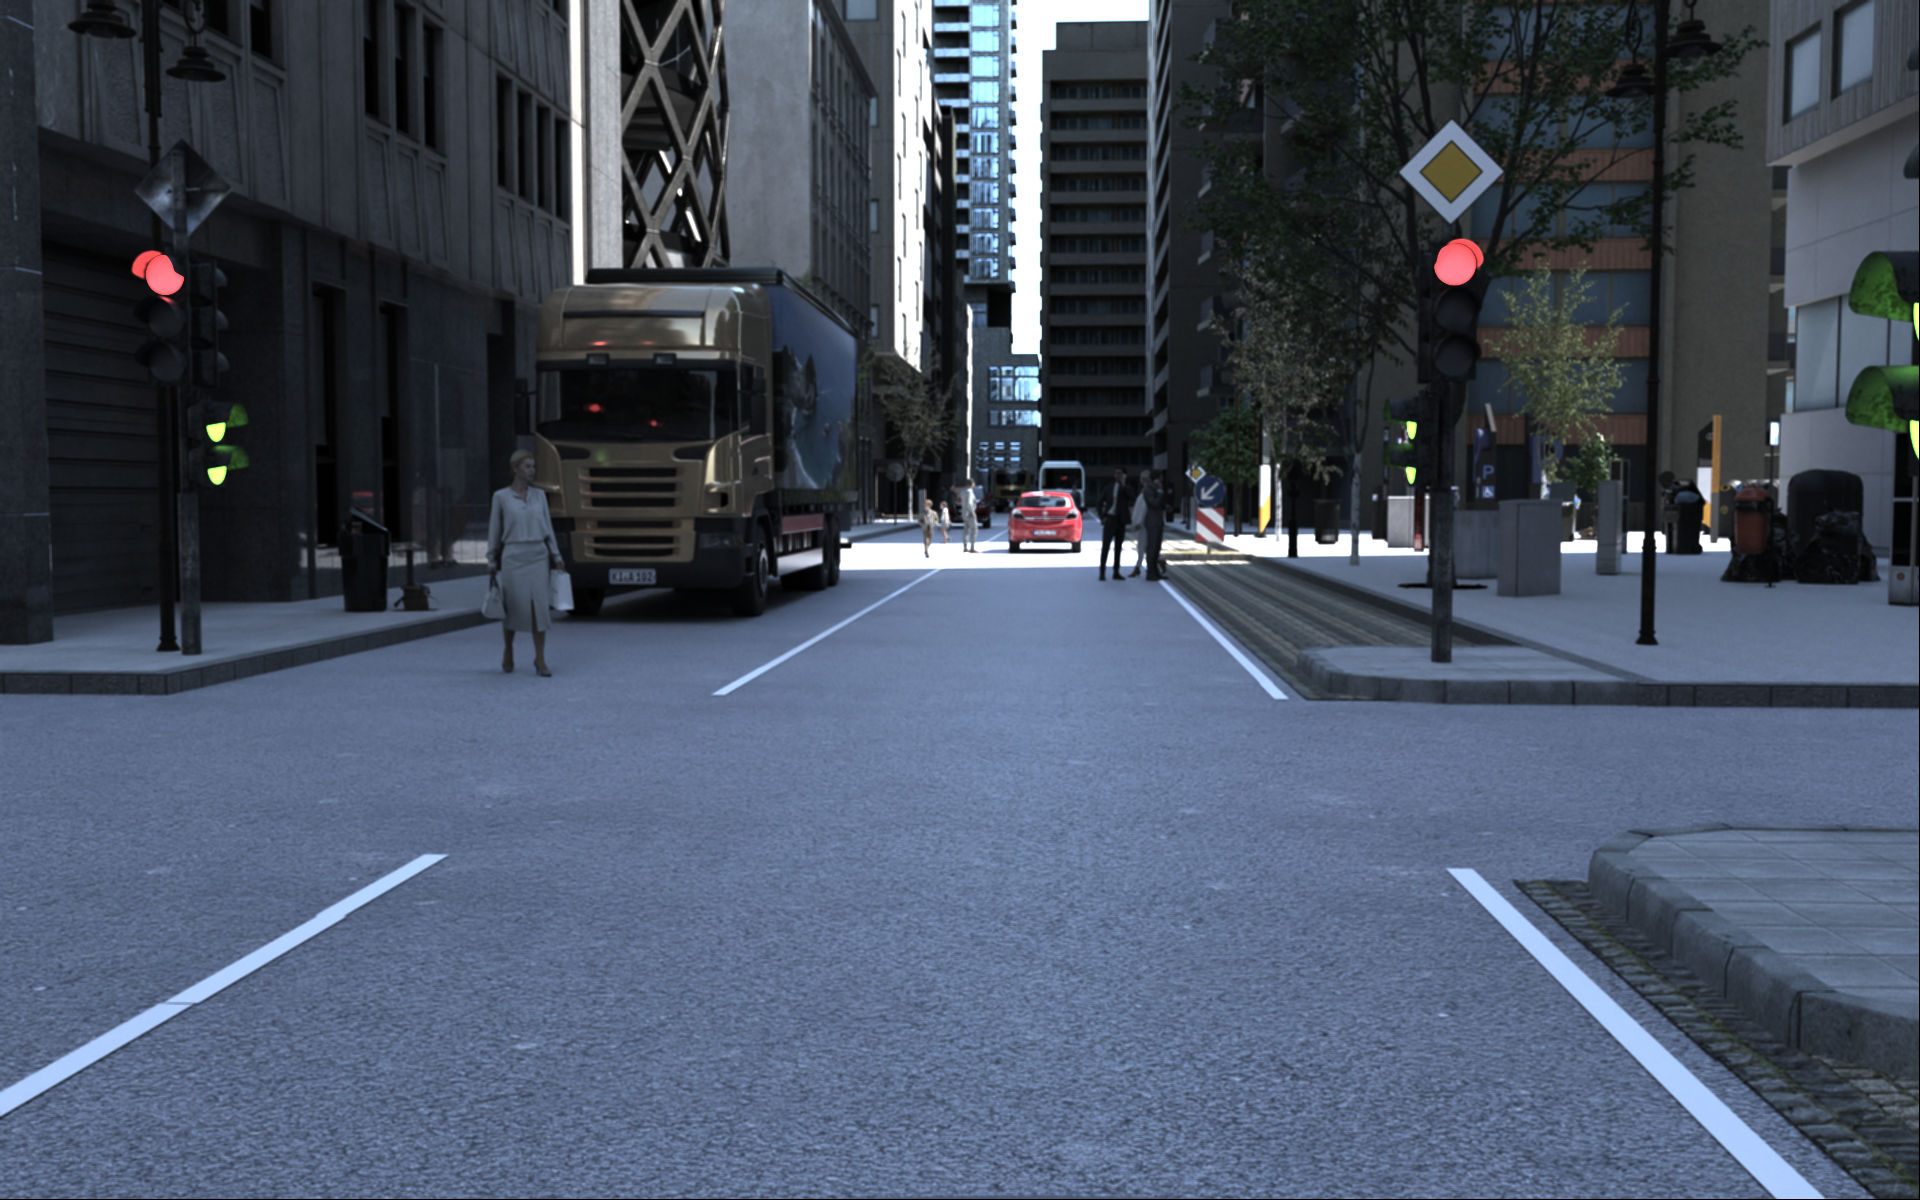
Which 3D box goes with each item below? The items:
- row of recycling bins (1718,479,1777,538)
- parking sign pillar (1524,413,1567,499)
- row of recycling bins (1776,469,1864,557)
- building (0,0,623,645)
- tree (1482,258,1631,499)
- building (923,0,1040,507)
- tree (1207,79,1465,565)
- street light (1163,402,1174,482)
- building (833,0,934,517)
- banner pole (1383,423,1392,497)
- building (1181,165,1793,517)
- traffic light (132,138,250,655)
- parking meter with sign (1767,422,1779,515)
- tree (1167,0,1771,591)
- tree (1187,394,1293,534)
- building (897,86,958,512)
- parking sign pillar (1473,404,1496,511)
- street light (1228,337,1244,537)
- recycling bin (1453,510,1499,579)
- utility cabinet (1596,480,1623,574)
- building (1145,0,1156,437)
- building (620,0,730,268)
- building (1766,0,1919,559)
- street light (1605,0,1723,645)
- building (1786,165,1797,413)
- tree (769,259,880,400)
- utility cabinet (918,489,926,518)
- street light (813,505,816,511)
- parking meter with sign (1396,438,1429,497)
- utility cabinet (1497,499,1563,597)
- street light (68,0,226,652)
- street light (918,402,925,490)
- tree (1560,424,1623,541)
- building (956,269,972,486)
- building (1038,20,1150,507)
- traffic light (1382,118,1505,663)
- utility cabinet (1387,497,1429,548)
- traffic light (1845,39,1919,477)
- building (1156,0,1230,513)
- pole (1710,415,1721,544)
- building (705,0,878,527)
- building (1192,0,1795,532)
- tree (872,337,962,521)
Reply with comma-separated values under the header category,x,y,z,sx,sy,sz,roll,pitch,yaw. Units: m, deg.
category,x,y,z,sx,sy,sz,roll,pitch,yaw
row of recycling bins,22.926,-2.618,49.923,1.069,1.692,3.534,0,4,0
parking sign pillar,19.442,-4.224,57.534,1.447,3.967,1.447,0,4,-8
row of recycling bins,15.029,-1.399,29.987,1.069,1.692,3.534,2,4,33
building,-13.275,-12.612,24.232,12.078,24.808,19.932,0,4,4
tree,18.481,-6.337,53.967,4.737,8.622,4.395,0,3,0
building,-6.999,-53.245,183.223,31.000,86.520,22.319,0,4,4
tree,6.989,-4.940,31.131,4.360,8.622,3.978,0,3,0
street light,10.504,-7.008,87.371,0.468,5.910,1.993,0,4,4
building,-15.926,-31.401,102.643,28.713,52.752,27.495,0,4,4
banner pole,13.892,-4.053,56.279,0.401,3.779,0.863,0,4,-6
building,29.556,-24.969,100.129,32.217,40.220,23.993,0,4,4
traffic light,-6.131,-1.518,13.737,0.839,4.253,0.868,0,4,4
parking meter with sign,20.379,-2.777,41.669,1.738,3.016,0.543,3,5,44
tree,6.667,-5.974,23.430,9.928,11.665,9.643,0,3,0
tree,9.136,-4.412,55.846,4.285,4.588,4.351,0,3,0
building,-7.673,-21.523,123.601,14.160,30.474,14.107,0,4,4
parking sign pillar,15.464,-3.825,51.013,1.447,3.967,1.447,1,4,8
street light,8.184,-4.792,51.133,0.468,5.910,1.993,0,4,4
recycling bin,7.746,-0.850,26.457,0.722,1.027,0.722,3,5,44
utility cabinet,10.455,-1.176,27.899,0.318,1.500,1.173,2,4,25
building,29.930,-34.146,147.532,28.713,52.752,27.495,0,4,4
building,-14.507,-10.750,43.210,16.820,18.784,16.811,0,4,4
building,30.156,-26.570,23.666,27.495,52.752,28.713,0,4,4
street light,5.867,-2.558,14.614,0.468,5.910,1.993,0,4,4
building,75.125,-34.248,179.559,30.456,49.044,23.786,0,4,4
tree,-4.969,-6.392,54.867,4.737,8.622,4.395,0,3,0
utility cabinet,-1.775,-4.394,80.520,0.318,1.500,1.173,0,4,1
street light,-4.267,-4.770,50.782,0.468,5.910,1.993,0,4,4
parking meter with sign,14.281,-3.525,53.896,1.738,3.016,0.543,-3,5,-42
utility cabinet,7.206,-0.657,21.908,1.020,1.237,0.306,-3,5,-40
street light,-6.482,-2.521,14.004,0.468,5.910,1.993,0,4,4
street light,-1.929,-7.009,87.377,0.468,5.910,1.993,0,4,4
tree,17.501,-3.273,48.122,1.663,3.219,1.824,0,3,0
building,-14.162,-18.721,151.120,28.899,21.520,27.650,0,4,4
building,19.186,-34.131,181.739,21.600,48.544,21.300,0,4,4
traffic light,3.662,-1.481,13.129,0.839,4.253,0.868,0,4,4
utility cabinet,10.694,-1.837,41.190,1.020,1.237,0.306,1,4,16
traffic light,3.152,-0.993,5.160,0.839,4.253,0.868,0,4,4
building,25.089,-30.564,123.418,21.300,48.544,21.600,0,4,4
pole,19.531,-3.115,44.774,0.158,3.312,0.155,0,3,0
building,-8.998,-13.307,66.718,9.793,20.994,18.267,0,4,4
building,21.553,-25.532,72.068,22.147,44.769,28.867,0,4,4
tree,-2.119,-8.021,81.506,4.360,8.622,3.978,0,3,0
